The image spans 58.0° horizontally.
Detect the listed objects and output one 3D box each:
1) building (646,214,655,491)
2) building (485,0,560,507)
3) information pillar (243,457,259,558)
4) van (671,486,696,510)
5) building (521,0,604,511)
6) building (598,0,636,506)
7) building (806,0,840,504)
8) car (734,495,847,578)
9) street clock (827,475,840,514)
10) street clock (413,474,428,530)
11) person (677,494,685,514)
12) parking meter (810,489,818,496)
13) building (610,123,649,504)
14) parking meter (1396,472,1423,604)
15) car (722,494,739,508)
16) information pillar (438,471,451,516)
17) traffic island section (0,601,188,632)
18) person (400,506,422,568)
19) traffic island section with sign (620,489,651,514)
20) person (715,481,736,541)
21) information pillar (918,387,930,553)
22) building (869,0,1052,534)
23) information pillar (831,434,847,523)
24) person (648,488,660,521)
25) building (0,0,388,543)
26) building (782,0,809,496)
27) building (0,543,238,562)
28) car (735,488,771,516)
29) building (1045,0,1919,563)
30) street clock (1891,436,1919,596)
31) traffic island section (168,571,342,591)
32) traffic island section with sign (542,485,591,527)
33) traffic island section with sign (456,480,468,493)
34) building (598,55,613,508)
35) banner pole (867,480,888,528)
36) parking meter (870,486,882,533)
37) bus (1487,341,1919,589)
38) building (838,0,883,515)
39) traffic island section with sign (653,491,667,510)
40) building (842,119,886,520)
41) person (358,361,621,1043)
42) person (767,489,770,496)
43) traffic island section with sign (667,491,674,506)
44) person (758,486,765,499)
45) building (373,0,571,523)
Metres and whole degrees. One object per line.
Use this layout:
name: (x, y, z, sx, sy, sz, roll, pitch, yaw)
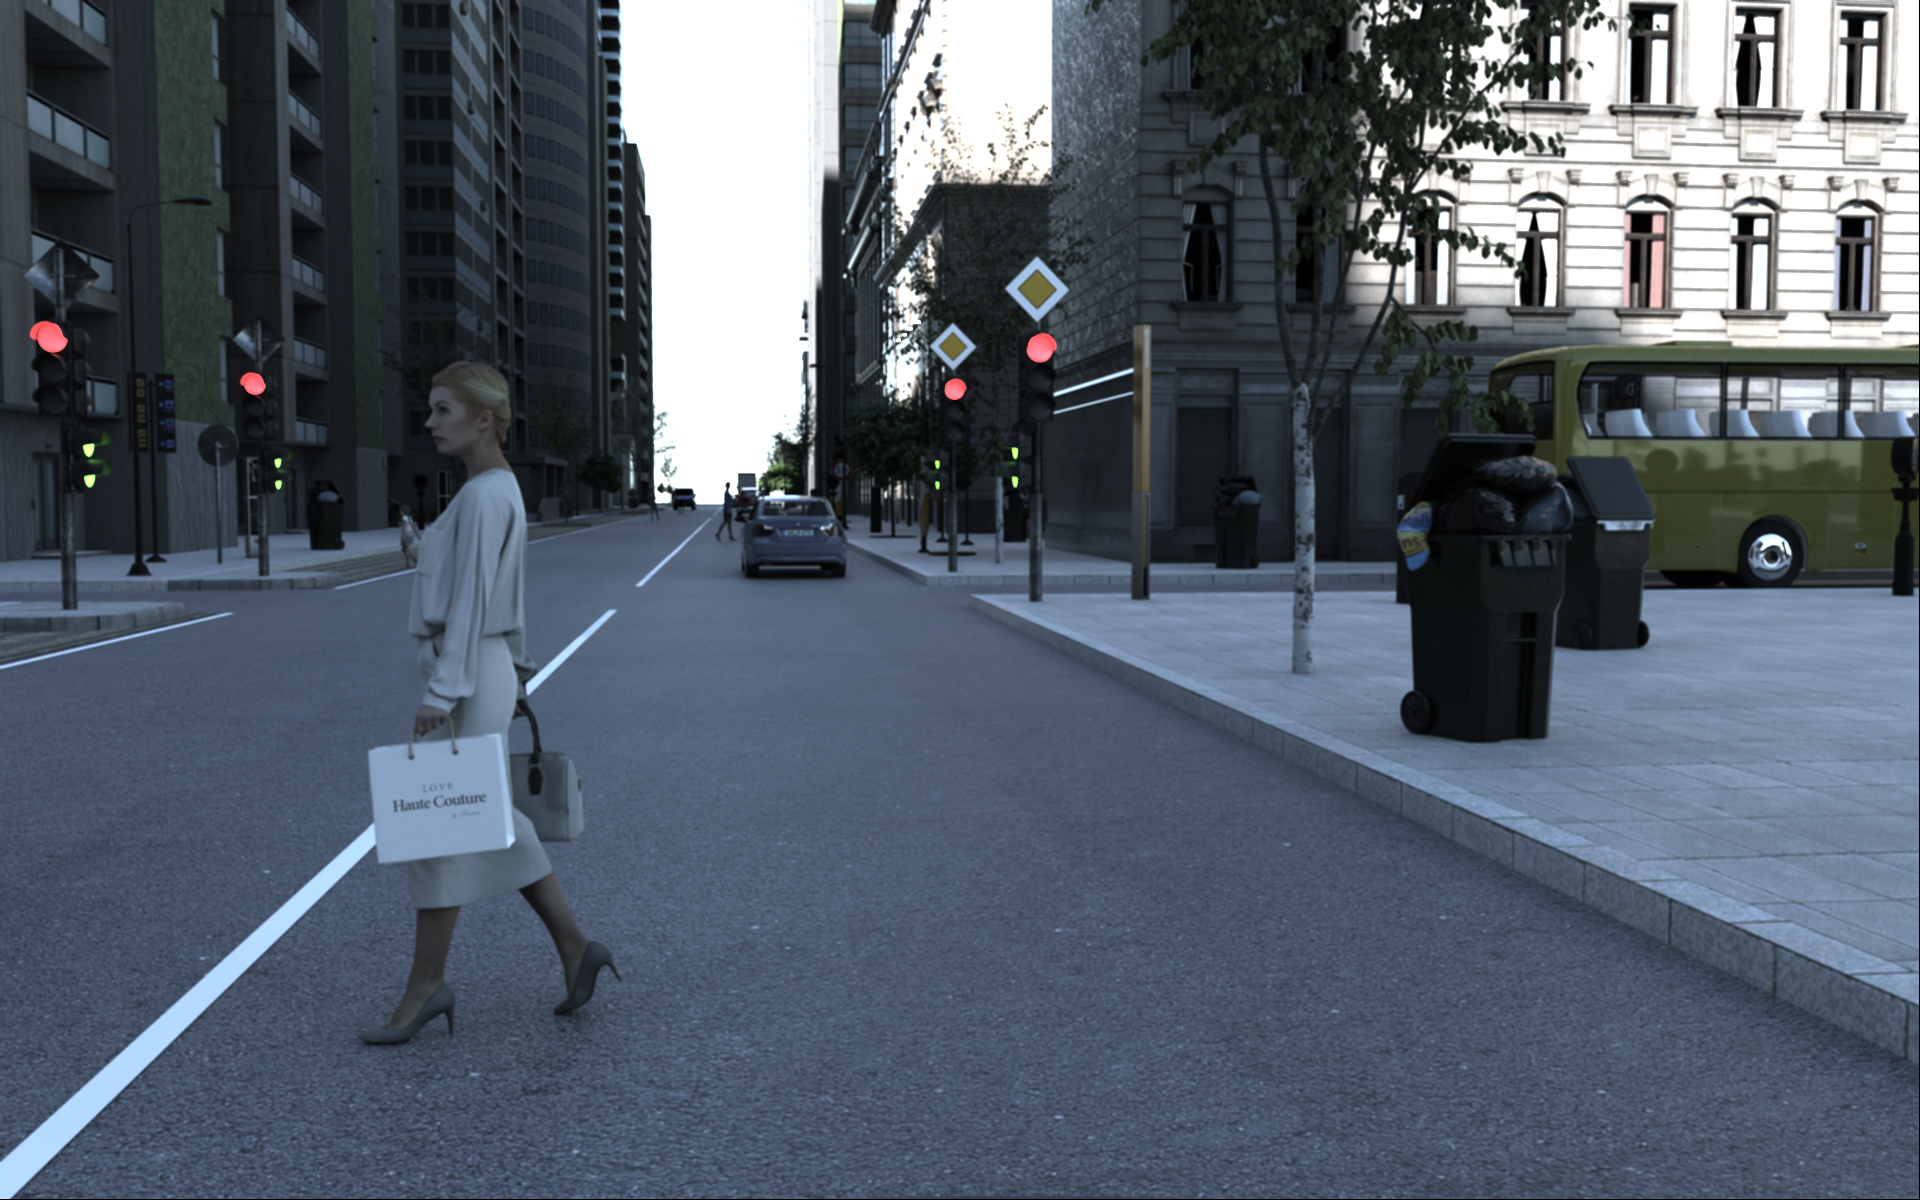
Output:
building: (-50.856, -34.368, 245.508, 14.154, 41.232, 14.086, 0, 4, -7)
building: (-36.569, -41.057, 109.541, 20.563, 71.187, 20.611, 0, 4, -7)
information pillar: (-14.167, -1.851, 34.753, 0.304, 2.012, 0.304, -3, 4, -36)
van: (-24.799, -9.266, 155.883, 2.240, 2.365, 5.245, 0, 4, -7)
building: (-39.664, -36.214, 134.097, 21.231, 58.520, 28.212, 0, 4, -7)
building: (-48.790, -54.215, 199.080, 22.319, 86.520, 31.000, 0, 4, -7)
building: (-3.888, -38.005, 163.385, 21.231, 58.520, 28.212, 0, 4, -7)
car: (-3.025, -1.166, 31.074, 2.014, 1.417, 4.499, -1, 4, -8)
street clock: (-4.758, -3.697, 65.009, 0.471, 2.002, 0.358, -1, 4, -9)
street clock: (-19.425, -3.538, 62.414, 0.471, 2.002, 0.358, 0, 4, -1)
person: (-20.005, -6.859, 123.835, 0.799, 1.438, 0.628, 1, 4, 19)
parking meter: (-7.267, -4.751, 86.092, 0.372, 1.533, 0.369, 0, 3, 0)
building: (-52.188, -36.854, 226.271, 21.300, 48.544, 21.600, 0, 4, -7)
parking meter: (5.319, -0.728, 20.310, 0.372, 1.533, 0.369, 0, 3, 0)
car: (-20.694, -9.073, 158.132, 2.009, 1.686, 4.222, -1, 4, -8)
information pillar: (-16.385, -3.093, 55.063, 0.304, 2.012, 0.304, 0, 4, 5)
traffic island section: (-9.928, 0.183, 19.285, 2.009, 0.180, 2.903, 0, 4, -7)
person: (-10.555, -1.203, 33.186, 0.382, 1.210, 0.505, 0, 4, -2)
traffic island section with sign: (-23.713, -7.175, 125.931, 1.989, 1.847, 2.006, 0, 4, -7)
person: (-7.206, -2.744, 53.389, 0.654, 1.822, 0.581, 1, 4, 14)
information pillar: (-0.770, -2.838, 37.756, 0.183, 3.616, 0.504, -1, 4, -14)
building: (3.602, -16.549, 67.836, 12.463, 27.353, 25.104, 0, 4, -7)
information pillar: (-4.673, -4.671, 67.728, 0.504, 3.616, 0.183, -1, 4, -16)
person: (-16.563, -5.188, 93.658, 0.599, 1.781, 0.374, 1, 4, 15)
building: (-27.150, -22.709, 54.882, 14.154, 41.232, 14.086, 0, 4, -7)
building: (-14.095, -57.081, 245.945, 22.319, 86.520, 31.000, 0, 4, -7)
building: (-23.608, -21.377, 33.111, 14.154, 41.232, 14.086, 0, 4, -7)
car: (-12.844, -6.046, 107.533, 2.281, 1.827, 5.304, 0, 4, -8)
building: (11.464, -11.498, 37.144, 18.267, 20.994, 9.793, 0, 4, -7)
street clock: (11.921, -1.056, 21.836, 0.471, 2.002, 0.358, -3, 5, -42)
traffic island section: (-10.950, -0.301, 27.205, 2.009, 0.180, 2.903, 0, 4, -7)
traffic island section with sign: (-17.294, -4.136, 76.249, 1.989, 1.847, 2.006, 0, 4, -7)
traffic island section with sign: (-13.683, -2.422, 48.223, 1.989, 1.847, 2.006, 0, 4, -7)
building: (-39.157, -28.892, 155.974, 14.154, 41.232, 14.086, 0, 4, -7)
banner pole: (-3.074, -4.570, 64.742, 0.863, 3.779, 0.401, 0, 4, 3)
parking meter: (-2.805, -3.023, 57.841, 0.372, 1.533, 0.369, 0, 3, 0)
bus: (14.358, -2.129, 26.359, 12.252, 3.916, 2.896, 0, 4, -6)
building: (-1.051, -26.333, 114.135, 14.154, 41.232, 14.086, 0, 4, -7)
traffic island section with sign: (-27.220, -8.841, 153.179, 1.989, 1.847, 2.006, 0, 4, -7)
building: (1.091, -15.331, 92.459, 13.314, 21.916, 24.055, 0, 4, -7)
person: (-1.248, 0.261, 4.587, 0.624, 1.780, 0.694, 0, 4, 3)
person: (-13.768, -7.125, 124.936, 0.705, 1.831, 1.348, 0, 4, -1)
traffic island section with sign: (-34.242, -12.160, 207.448, 1.989, 1.847, 2.006, 0, 4, -7)
person: (-10.531, -5.118, 92.036, 0.748, 1.841, 0.638, 3, 5, 41)
building: (-35.552, -23.802, 81.044, 32.217, 40.220, 23.993, 0, 4, -7)
